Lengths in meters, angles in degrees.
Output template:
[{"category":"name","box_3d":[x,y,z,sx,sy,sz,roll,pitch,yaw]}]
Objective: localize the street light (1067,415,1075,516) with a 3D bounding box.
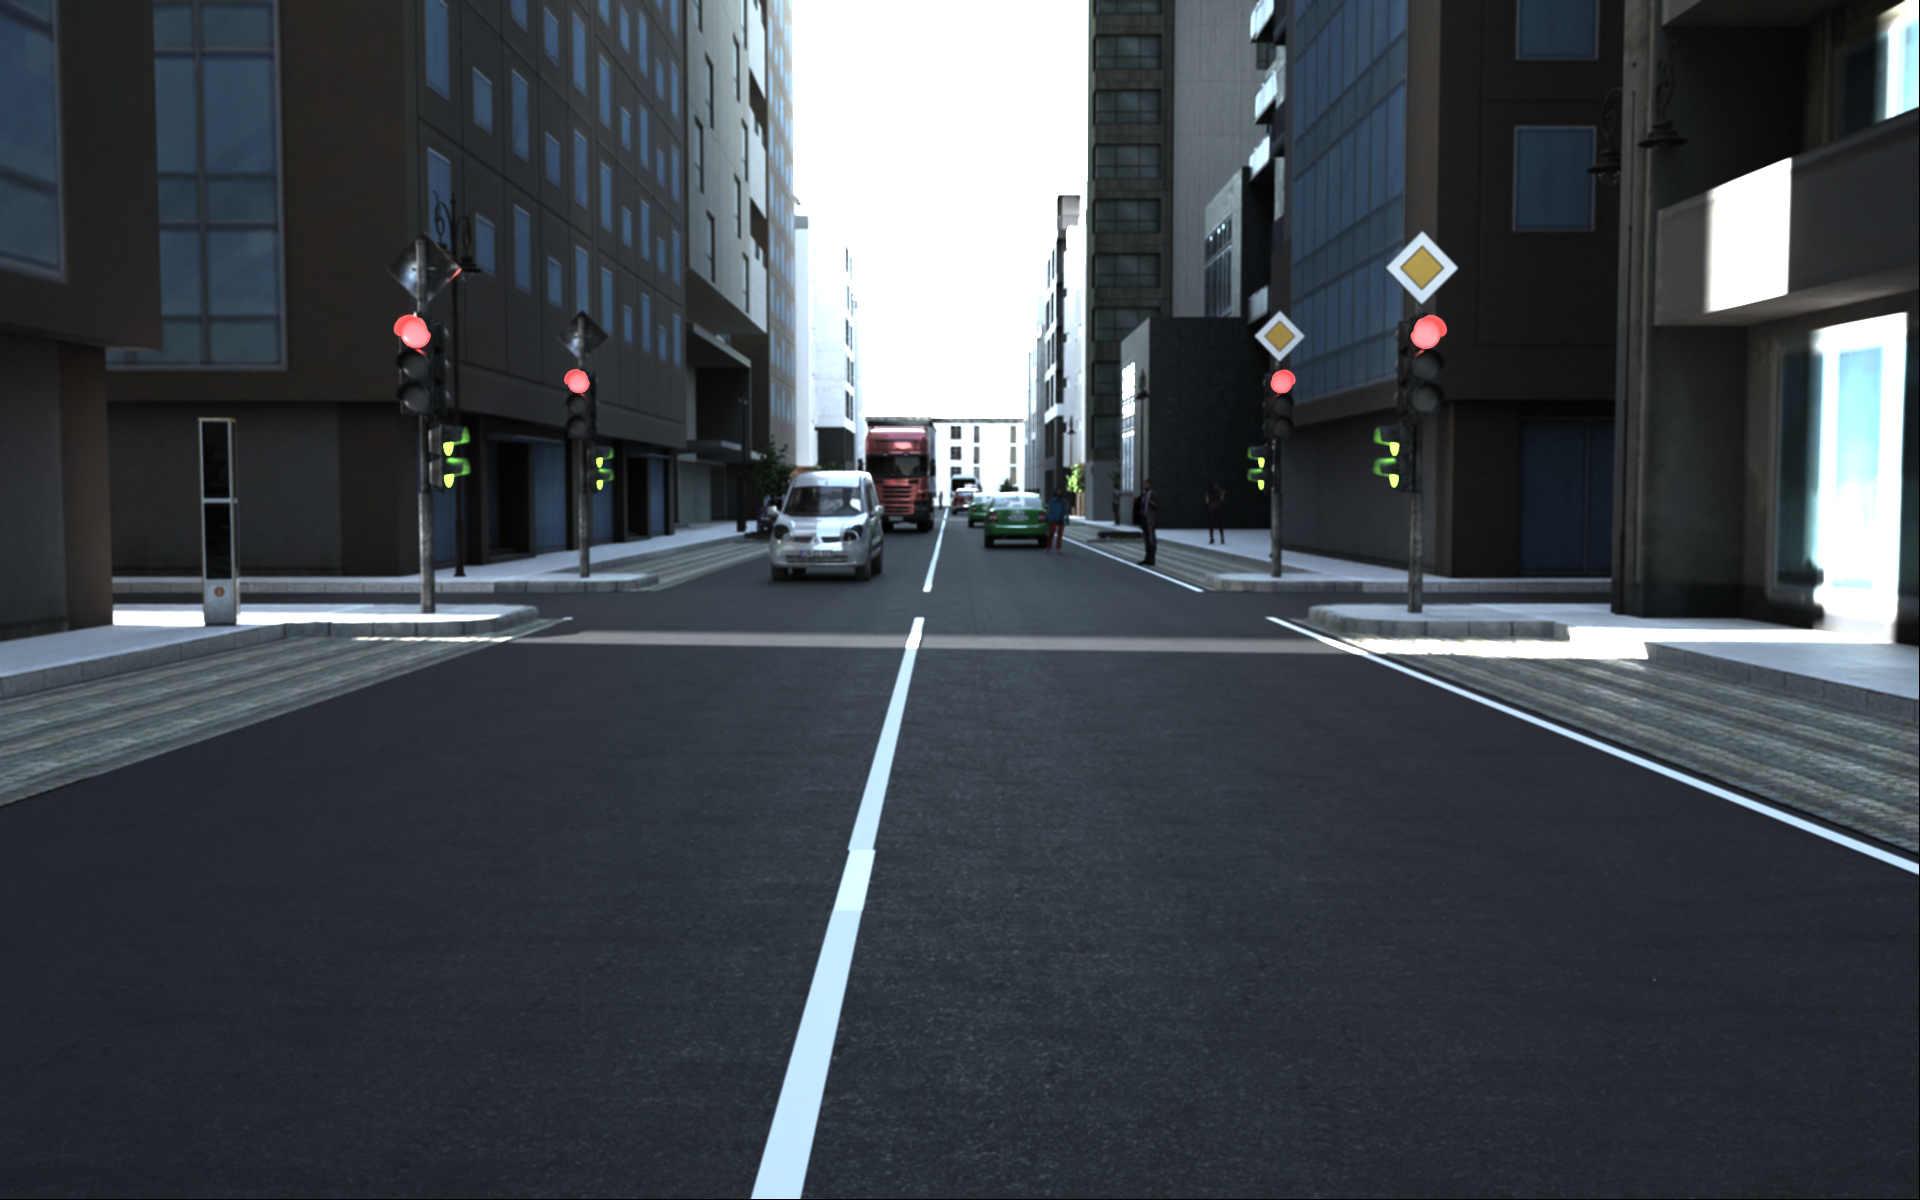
[{"category":"street light","box_3d":[6.493,-7.858,101.267,0.468,5.910,1.993,0,4,0]}]

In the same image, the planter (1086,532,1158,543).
[{"category":"planter","box_3d":[4.775,-1.854,51.446,1.991,0.319,1.994,0,4,0]}]

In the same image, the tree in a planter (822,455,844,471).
[{"category":"tree in a planter","box_3d":[-5.748,-4.951,78.173,1.991,3.239,1.994,0,4,0]}]

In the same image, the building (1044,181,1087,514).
[{"category":"building","box_3d":[20.163,-17.480,129.767,27.936,21.610,32.646,0,4,0]}]

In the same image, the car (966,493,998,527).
[{"category":"car","box_3d":[1.246,-4.108,75.965,1.959,1.807,4.718,0,3,0]}]

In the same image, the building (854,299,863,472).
[{"category":"building","box_3d":[-16.517,-18.112,152.550,16.016,20.091,11.380,0,4,0]}]

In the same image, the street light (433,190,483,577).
[{"category":"street light","box_3d":[-7.783,-3.302,26.772,0.468,5.910,1.993,0,4,0]}]

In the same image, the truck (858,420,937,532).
[{"category":"truck","box_3d":[-2.281,-4.847,68.164,2.839,4.237,11.283,0,4,1]}]

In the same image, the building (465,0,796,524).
[{"category":"building","box_3d":[-16.098,-26.863,89.321,14.600,45.320,14.200,0,4,0]}]

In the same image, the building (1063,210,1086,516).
[{"category":"building","box_3d":[14.591,-15.376,107.812,16.016,20.091,11.380,0,4,0]}]

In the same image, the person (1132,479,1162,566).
[{"category":"person","box_3d":[3.726,-1.551,34.688,0.431,1.722,0.655,-2,4,-26]}]

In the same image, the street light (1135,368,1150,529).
[{"category":"street light","box_3d":[6.705,-5.568,63.832,0.468,5.910,1.993,0,4,0]}]

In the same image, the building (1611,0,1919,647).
[{"category":"building","box_3d":[17.749,-23.434,6.843,21.300,48.544,21.600,0,4,0]}]

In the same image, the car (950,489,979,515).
[{"category":"car","box_3d":[0.450,-6.869,120.975,2.281,1.827,5.304,0,4,-2]}]

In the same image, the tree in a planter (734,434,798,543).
[{"category":"tree in a planter","box_3d":[-5.595,-3.303,51.230,1.991,3.239,1.994,0,4,0]}]

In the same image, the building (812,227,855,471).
[{"category":"building","box_3d":[-22.740,-17.524,130.498,27.936,21.610,32.646,0,4,0]}]

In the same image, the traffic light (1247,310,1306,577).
[{"category":"traffic light","box_3d":[4.863,-2.305,26.610,0.839,4.253,0.868,0,4,0]}]

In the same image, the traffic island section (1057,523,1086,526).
[{"category":"traffic island section","box_3d":[4.639,-3.396,78.396,1.991,0.108,1.994,0,4,0]}]

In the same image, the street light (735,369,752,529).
[{"category":"street light","box_3d":[-8.012,-5.594,64.251,0.468,5.910,1.993,0,4,0]}]

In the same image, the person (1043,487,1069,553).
[{"category":"person","box_3d":[2.362,-1.964,42.314,0.593,1.614,0.444,1,4,19]}]

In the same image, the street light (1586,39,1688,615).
[{"category":"street light","box_3d":[7.071,-2.781,18.261,0.468,5.910,1.993,0,4,0]}]

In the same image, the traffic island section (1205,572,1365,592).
[{"category":"traffic island section","box_3d":[4.903,-0.272,26.724,2.009,0.180,2.903,0,4,0]}]

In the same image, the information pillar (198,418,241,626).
[{"category":"information pillar","box_3d":[-7.220,-0.758,16.892,0.304,2.012,0.304,-1,4,-15]}]

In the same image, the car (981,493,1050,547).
[{"category":"car","box_3d":[1.567,-2.389,47.861,1.959,1.807,4.718,0,4,1]}]

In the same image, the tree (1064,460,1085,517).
[{"category":"tree","box_3d":[6.815,-6.302,97.639,1.663,3.219,1.824,0,3,0]}]

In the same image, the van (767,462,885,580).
[{"category":"van","box_3d":[-2.273,-1.413,30.109,2.013,2.044,4.112,0,4,2]}]

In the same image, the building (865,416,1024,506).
[{"category":"building","box_3d":[-3.142,-15.172,190.206,28.070,9.664,9.099,0,4,0]}]

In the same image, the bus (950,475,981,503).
[{"category":"bus","box_3d":[0.523,-10.825,171.843,2.948,3.499,13.247,0,4,2]}]

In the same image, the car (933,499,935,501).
[{"category":"car","box_3d":[-3.109,-8.408,147.689,2.015,1.641,3.980,0,4,1]}]

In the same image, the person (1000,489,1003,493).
[{"category":"person","box_3d":[3.203,-7.541,131.813,0.705,1.821,1.348,-2,4,-30]}]

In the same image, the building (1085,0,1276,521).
[{"category":"building","box_3d":[13.277,-19.345,87.989,14.160,30.474,14.107,0,4,0]}]

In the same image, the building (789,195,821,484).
[{"category":"building","box_3d":[-16.807,-15.359,107.533,16.016,20.091,11.380,0,4,0]}]

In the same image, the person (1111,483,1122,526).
[{"category":"person","box_3d":[6.310,-3.862,69.913,0.376,1.734,0.841,1,4,20]}]

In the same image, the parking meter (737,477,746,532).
[{"category":"parking meter","box_3d":[-7.438,-3.250,58.850,0.255,1.863,0.399,0,4,1]}]

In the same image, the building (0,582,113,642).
[{"category":"building","box_3d":[-14.992,-21.955,9.078,14.200,45.320,14.600,0,4,0]}]

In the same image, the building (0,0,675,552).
[{"category":"building","box_3d":[-15.511,-24.244,46.496,14.600,45.320,14.200,0,4,0]}]

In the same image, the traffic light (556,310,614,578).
[{"category":"traffic light","box_3d":[-5.758,-2.301,26.539,0.839,4.253,0.868,0,4,0]}]

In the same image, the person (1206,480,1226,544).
[{"category":"person","box_3d":[6.584,-2.271,44.637,0.593,1.643,0.415,-3,5,-43]}]

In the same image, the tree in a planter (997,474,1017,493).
[{"category":"tree in a planter","box_3d":[4.222,-9.699,155.795,1.991,3.239,1.994,0,4,0]}]

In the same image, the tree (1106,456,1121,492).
[{"category":"tree","box_3d":[7.776,-5.129,78.459,1.663,3.219,1.824,0,3,0]}]

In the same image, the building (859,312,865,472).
[{"category":"building","box_3d":[-25.474,-18.539,169.573,31.486,18.905,16.747,0,4,0]}]

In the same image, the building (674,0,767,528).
[{"category":"building","box_3d":[-22.240,-29.281,67.982,28.713,52.752,27.495,0,4,0]}]

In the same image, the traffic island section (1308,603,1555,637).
[{"category":"traffic island section","box_3d":[4.945,0.217,18.739,2.009,0.180,2.903,0,4,0]}]

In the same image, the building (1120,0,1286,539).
[{"category":"building","box_3d":[18.070,-45.452,55.806,22.319,86.520,31.000,0,4,0]}]

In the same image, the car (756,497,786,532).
[{"category":"car","box_3d":[-5.866,-2.816,58.616,1.945,1.354,3.894,0,4,0]}]

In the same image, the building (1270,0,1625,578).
[{"category":"building","box_3d":[14.150,-23.332,31.587,14.200,45.320,14.600,0,4,0]}]

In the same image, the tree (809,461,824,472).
[{"category":"tree","box_3d":[-8.274,-6.535,101.450,1.663,3.219,1.824,0,3,0]}]

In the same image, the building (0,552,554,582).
[{"category":"building","box_3d":[-15.278,-23.365,32.135,14.600,45.320,14.200,0,4,0]}]

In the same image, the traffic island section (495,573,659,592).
[{"category":"traffic island section","box_3d":[-5.798,-0.269,26.673,2.009,0.180,2.903,0,4,0]}]

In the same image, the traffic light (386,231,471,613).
[{"category":"traffic light","box_3d":[-5.716,-1.812,18.554,0.839,4.253,0.868,0,4,0]}]

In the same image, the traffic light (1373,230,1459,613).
[{"category":"traffic light","box_3d":[4.905,-1.817,18.625,0.839,4.253,0.868,0,4,0]}]

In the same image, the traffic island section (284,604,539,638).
[{"category":"traffic island section","box_3d":[-5.756,0.220,18.688,2.009,0.180,2.903,0,4,0]}]

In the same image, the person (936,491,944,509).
[{"category":"person","box_3d":[-1.891,-9.400,162.906,0.721,1.743,1.217,2,4,34]}]

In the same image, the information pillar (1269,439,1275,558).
[{"category":"information pillar","box_3d":[6.373,-2.667,34.958,0.183,3.616,0.504,0,4,5]}]

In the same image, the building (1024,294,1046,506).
[{"category":"building","box_3d":[15.058,-18.081,162.088,16.747,18.905,31.486,0,4,0]}]
